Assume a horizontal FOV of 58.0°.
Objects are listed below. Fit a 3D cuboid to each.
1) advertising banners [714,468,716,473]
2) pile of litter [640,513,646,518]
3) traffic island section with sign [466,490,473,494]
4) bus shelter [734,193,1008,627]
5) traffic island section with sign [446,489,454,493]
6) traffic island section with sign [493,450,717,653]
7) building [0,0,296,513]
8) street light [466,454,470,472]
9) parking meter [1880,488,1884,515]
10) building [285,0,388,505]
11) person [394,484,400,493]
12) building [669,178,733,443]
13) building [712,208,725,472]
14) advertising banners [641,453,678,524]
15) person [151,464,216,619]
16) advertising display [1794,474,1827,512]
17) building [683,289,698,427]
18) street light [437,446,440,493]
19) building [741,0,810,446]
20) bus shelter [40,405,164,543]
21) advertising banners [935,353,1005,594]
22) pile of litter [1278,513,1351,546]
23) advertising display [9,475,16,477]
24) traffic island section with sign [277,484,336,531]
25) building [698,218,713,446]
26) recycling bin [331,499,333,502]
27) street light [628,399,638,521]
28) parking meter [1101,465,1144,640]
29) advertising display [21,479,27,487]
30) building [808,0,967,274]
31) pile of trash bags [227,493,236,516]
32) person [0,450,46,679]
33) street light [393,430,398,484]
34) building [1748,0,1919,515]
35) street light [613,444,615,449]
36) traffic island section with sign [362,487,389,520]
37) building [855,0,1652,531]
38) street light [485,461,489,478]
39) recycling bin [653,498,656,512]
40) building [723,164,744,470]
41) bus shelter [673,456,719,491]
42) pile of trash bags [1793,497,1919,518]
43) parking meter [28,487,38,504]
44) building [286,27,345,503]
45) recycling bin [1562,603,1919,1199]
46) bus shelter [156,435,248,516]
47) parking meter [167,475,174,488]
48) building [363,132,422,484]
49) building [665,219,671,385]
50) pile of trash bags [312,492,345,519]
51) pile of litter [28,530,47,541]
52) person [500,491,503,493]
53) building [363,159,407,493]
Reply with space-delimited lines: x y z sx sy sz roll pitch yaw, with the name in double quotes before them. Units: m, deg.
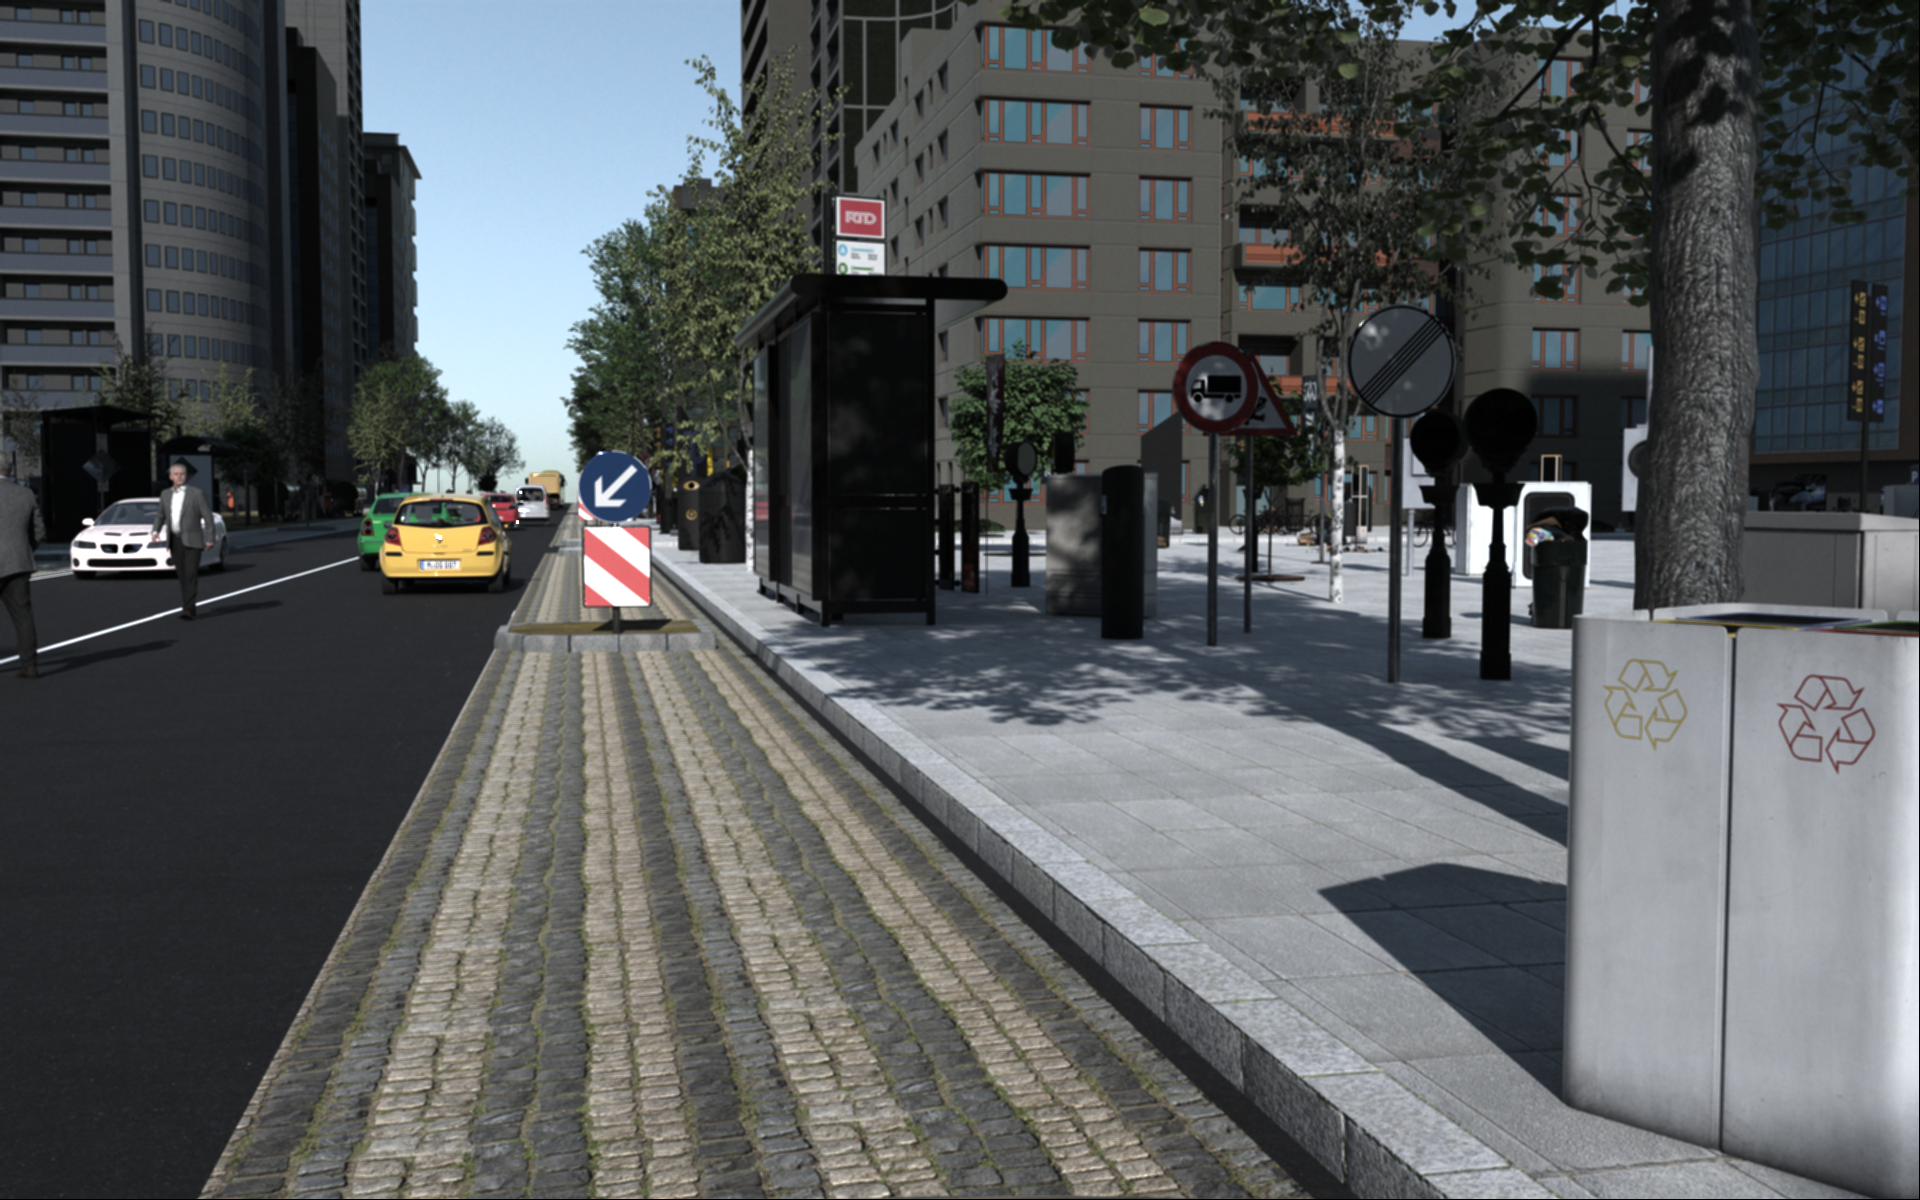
"advertising banners" -16.047 -7.394 117.075 2.074 3.025 0.090 -2 4 -33
"pile of litter" -17.605 -4.874 93.647 1.176 0.858 1.719 -2 4 -30
"traffic island section with sign" -48.155 -9.883 170.216 1.989 1.847 2.006 -1 4 -12
"bus shelter" -1.488 -2.645 20.871 2.179 5.291 8.768 -1 4 -13
"traffic island section with sign" -42.338 -8.273 143.893 1.989 1.847 2.006 -1 4 -12
"traffic island section with sign" -3.406 -0.483 16.518 1.989 1.847 2.006 -1 4 -12
"building" -62.729 -35.795 127.243 21.231 58.520 28.212 -1 4 -12
"street light" -57.218 -14.007 201.806 0.468 5.910 1.993 -1 4 -12
"parking meter" 37.186 -3.742 69.587 0.372 1.533 0.369 0 3 0
"building" -83.029 -47.541 215.539 20.563 71.187 20.611 -1 4 -12
"person" -20.405 -3.307 62.849 0.678 1.792 0.850 -3 5 -43
"building" -33.746 -36.429 245.717 14.600 45.320 14.200 -1 4 -12
"building" -16.164 -24.290 168.834 14.160 30.474 14.107 -1 4 -12
"advertising banners" -12.809 -4.785 74.421 2.074 3.025 0.090 1 4 23
"person" -8.903 -0.667 19.809 0.661 1.777 0.834 0 4 -7
"advertising display" 27.724 -3.137 56.506 0.974 1.923 0.123 1 4 10
"building" -30.055 -28.160 232.120 14.160 30.474 14.107 -1 4 -12
"street light" -47.641 -11.340 158.193 0.468 5.910 1.993 -1 4 -12
"building" -5.653 -31.448 137.869 21.300 48.544 21.600 -1 4 -12
"bus shelter" -23.878 -3.497 48.464 1.731 3.624 6.357 -1 4 -12
"advertising banners" 0.122 -1.612 22.536 0.090 3.025 2.074 -2 4 -25
"pile of litter" 8.942 -1.791 43.242 1.719 0.858 1.176 0 4 4
"advertising display" -32.500 -3.284 58.903 0.123 1.923 0.974 1 4 18
"traffic island section with sign" -25.494 -3.611 67.662 1.989 1.847 2.006 -1 4 -12
"building" -19.694 -25.137 182.693 14.160 30.474 14.107 -1 4 -12
"recycling bin" -39.805 -5.933 109.562 0.722 1.027 0.722 -1 4 -11
"street light" -15.671 -6.751 83.168 0.468 5.910 1.993 -1 4 -12
"parking meter" 1.447 -0.428 15.403 0.372 1.533 0.369 0 3 0
"advertising display" -41.243 -4.304 75.588 0.974 1.923 0.123 -3 5 -40
"building" -0.617 -41.288 113.315 20.563 71.187 20.611 -1 4 -12
"pile of trash bags" -43.846 -5.567 100.768 3.447 1.369 1.912 -2 4 -29
"person" -7.563 -0.285 13.560 0.834 1.777 0.661 2 4 24
"street light" -39.407 -9.063 120.972 0.468 5.910 1.993 -1 4 -12
"building" 45.038 -26.144 77.569 14.200 45.320 14.600 -1 4 -12
"street light" -24.269 -9.094 121.467 0.468 5.910 1.993 -1 4 -12
"traffic island section with sign" -31.305 -5.221 93.986 1.989 1.847 2.006 -1 4 -12
"building" 11.835 -14.154 76.458 28.899 21.520 27.650 -1 4 -12
"street light" -65.460 -16.319 239.598 0.468 5.910 1.993 -1 4 -12
"recycling bin" -21.219 -6.695 122.016 0.722 1.027 0.722 1 4 12
"building" -13.143 -23.448 155.080 14.160 30.474 14.107 -1 4 -12
"bus shelter" -12.374 -5.273 80.144 2.014 3.302 5.546 -1 4 -12
"pile of trash bags" 14.327 -1.047 26.870 3.447 1.369 1.912 -1 4 -22
"parking meter" -34.403 -3.416 64.265 0.372 1.533 0.369 0 3 0
"building" -68.925 -31.784 169.779 14.600 45.320 14.200 -1 4 -12
"recycling bin" 1.754 0.549 3.575 0.722 1.027 0.722 -3 5 -40
"bus shelter" -27.088 -4.173 62.146 2.014 3.302 5.546 -1 4 -12
"parking meter" -24.486 -2.956 54.041 0.399 1.863 0.255 -2 4 -29
"building" -94.333 -40.636 253.642 28.713 52.752 27.495 -1 4 -12
"building" -34.229 -37.509 267.897 22.147 44.769 28.867 -1 4 -12
"pile of trash bags" -33.116 -4.939 90.502 1.912 1.369 3.447 -2 4 -24
"pile of litter" -25.656 -2.044 47.388 1.176 0.858 1.719 -2 4 -27
"person" -40.033 -8.671 150.957 1.217 1.739 0.721 2 4 24
"building" -83.078 -35.736 234.398 14.600 45.320 14.200 -1 4 -12
